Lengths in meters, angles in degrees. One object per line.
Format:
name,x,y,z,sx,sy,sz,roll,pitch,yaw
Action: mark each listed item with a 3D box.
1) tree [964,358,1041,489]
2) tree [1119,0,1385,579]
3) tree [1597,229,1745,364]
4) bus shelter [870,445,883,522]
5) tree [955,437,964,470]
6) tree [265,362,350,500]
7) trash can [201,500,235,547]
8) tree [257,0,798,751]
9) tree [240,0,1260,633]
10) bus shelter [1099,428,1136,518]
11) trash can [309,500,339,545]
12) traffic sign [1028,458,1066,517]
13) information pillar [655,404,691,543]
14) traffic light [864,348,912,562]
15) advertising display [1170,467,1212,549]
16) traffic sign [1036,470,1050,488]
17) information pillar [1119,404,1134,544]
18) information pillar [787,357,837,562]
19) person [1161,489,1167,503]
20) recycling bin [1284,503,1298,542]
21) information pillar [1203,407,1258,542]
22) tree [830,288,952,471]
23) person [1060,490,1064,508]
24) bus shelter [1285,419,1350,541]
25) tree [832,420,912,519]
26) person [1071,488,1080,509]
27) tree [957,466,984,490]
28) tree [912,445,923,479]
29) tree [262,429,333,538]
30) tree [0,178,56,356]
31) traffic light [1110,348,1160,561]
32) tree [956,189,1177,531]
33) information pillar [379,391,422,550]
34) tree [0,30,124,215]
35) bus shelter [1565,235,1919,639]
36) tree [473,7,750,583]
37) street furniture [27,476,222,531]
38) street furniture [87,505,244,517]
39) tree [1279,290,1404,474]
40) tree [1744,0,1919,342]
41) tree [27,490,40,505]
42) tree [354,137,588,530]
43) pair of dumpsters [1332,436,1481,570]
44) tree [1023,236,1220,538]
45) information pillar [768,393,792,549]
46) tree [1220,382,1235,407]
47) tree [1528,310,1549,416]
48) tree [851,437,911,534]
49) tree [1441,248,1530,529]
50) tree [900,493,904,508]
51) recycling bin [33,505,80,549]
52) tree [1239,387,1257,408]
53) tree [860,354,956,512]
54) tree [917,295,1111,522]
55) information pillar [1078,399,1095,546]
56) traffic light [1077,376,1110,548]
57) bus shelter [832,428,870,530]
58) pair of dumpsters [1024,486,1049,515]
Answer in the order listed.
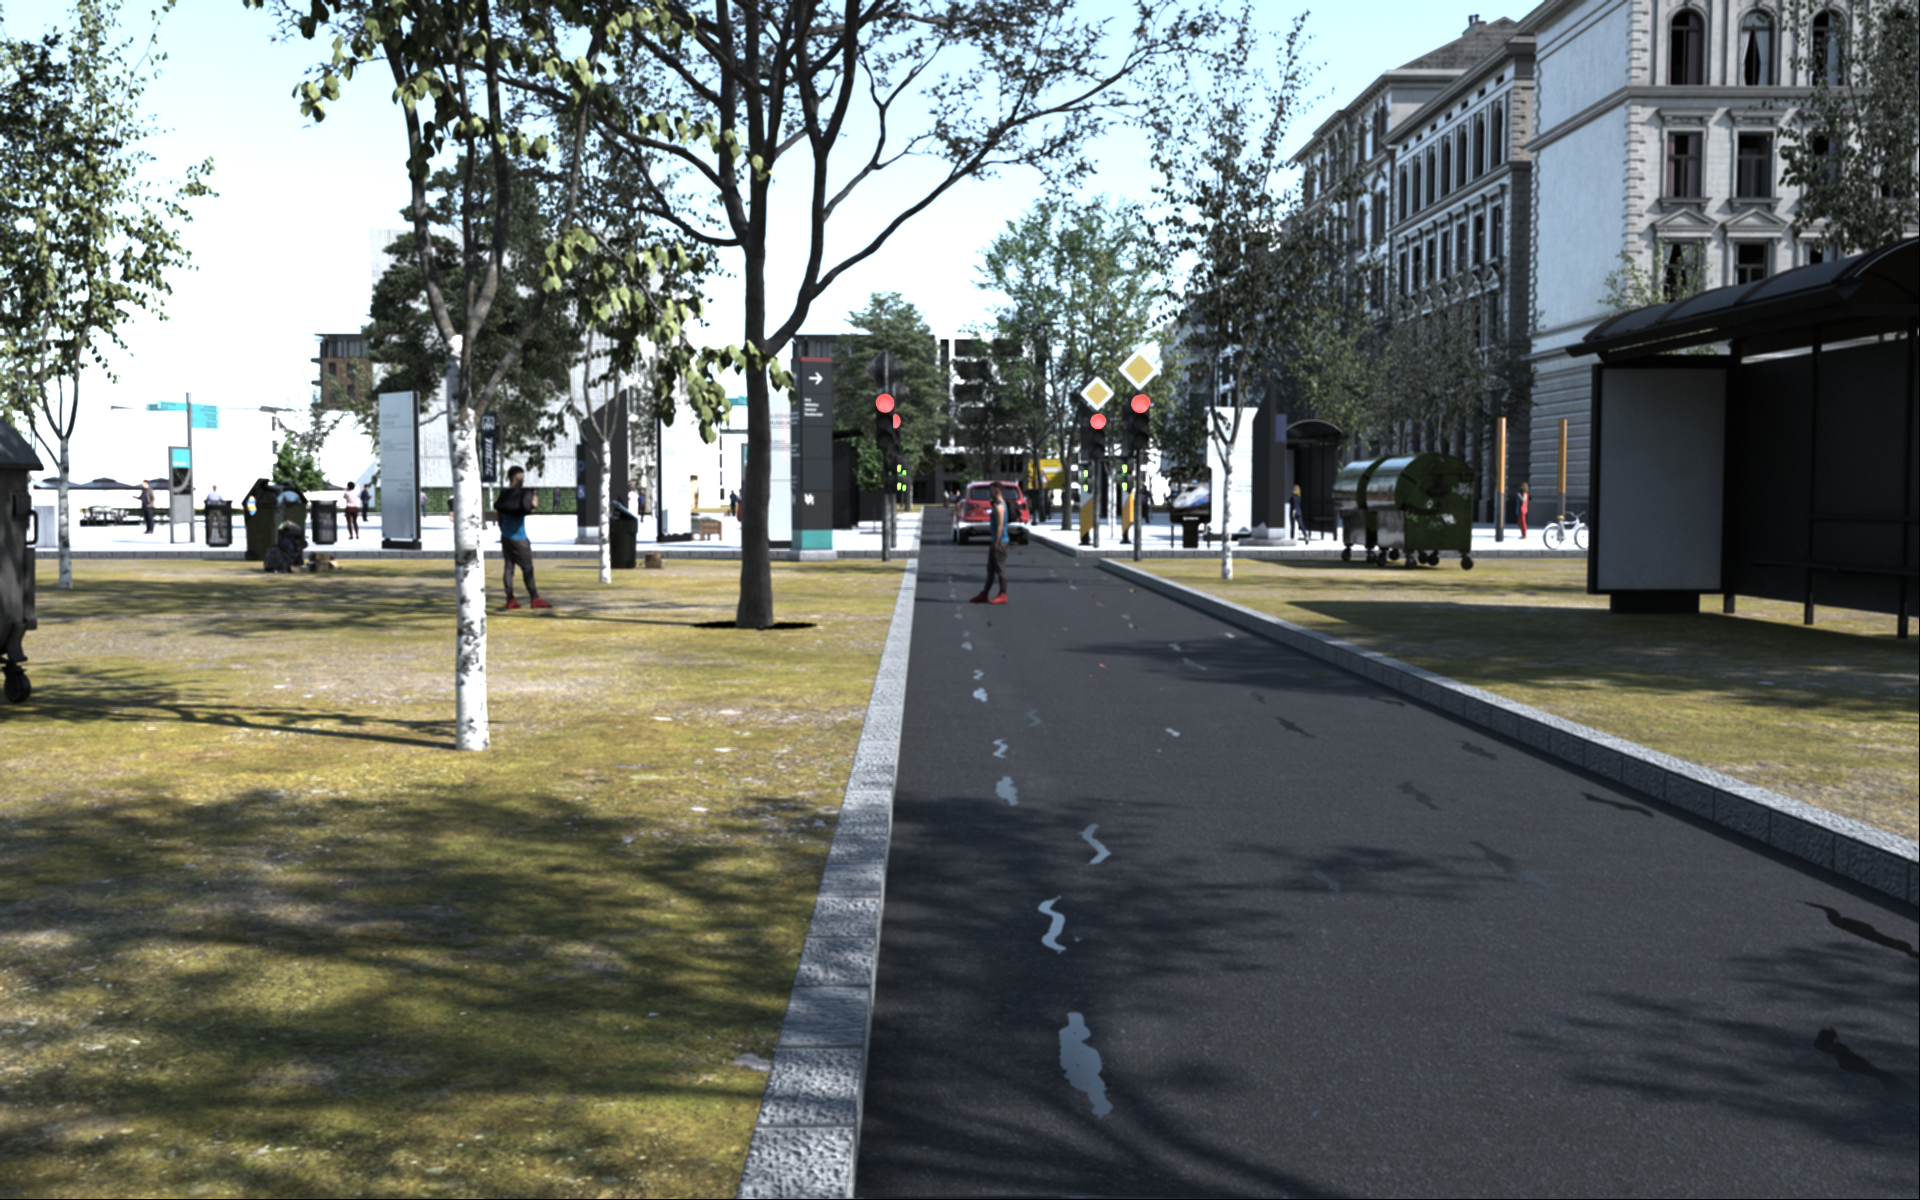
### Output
tree,3.122,-8.433,88.242,4.360,8.622,3.978,0,3,0
tree,4.215,-4.632,26.091,4.360,8.622,3.978,0,3,0
tree,19.976,-6.050,49.280,4.737,8.622,4.395,0,3,0
bus shelter,-4.082,-5.560,82.195,1.731,3.624,6.357,0,4,-1
tree,1.538,-13.737,174.956,4.360,8.622,3.978,0,3,0
tree,-35.328,-8.816,94.508,4.360,8.622,3.978,0,3,0
trash can,-17.909,-1.846,41.839,0.748,1.137,0.748,0,3,0
tree,-2.395,-3.540,8.236,4.737,8.622,4.395,0,3,0
tree,-1.830,-6.478,16.291,12.009,13.543,11.850,0,3,0
bus shelter,8.371,-7.310,97.145,2.179,5.291,8.768,0,4,-1
trash can,-16.050,-1.962,43.731,0.748,1.137,0.748,0,3,0
traffic sign,4.978,-6.397,98.466,2.265,3.308,0.079,0,4,1
information pillar,-7.609,-3.344,45.985,0.184,3.620,1.656,1,4,18
traffic light,-1.390,-2.665,32.820,0.839,4.213,0.868,0,4,-1
advertising display,5.424,-2.169,40.683,0.974,1.923,0.123,1,4,12
traffic sign,4.357,-5.618,91.851,0.884,2.594,0.081,0,4,6
information pillar,4.325,-3.263,44.707,0.183,3.616,0.504,-1,4,-23
information pillar,-2.831,-2.670,33.038,0.750,3.857,0.750,-2,4,-24
person,22.361,-11.218,189.541,0.705,1.814,1.350,-1,4,-15
recycling bin,8.657,-2.074,46.457,0.722,1.027,0.722,0,4,2
information pillar,7.384,-3.409,47.052,1.656,3.620,0.184,-1,4,-22
tree,-3.851,-10.876,95.942,7.486,12.596,7.792,0,3,0
person,9.409,-9.371,159.348,0.705,1.812,1.348,0,4,-5
bus shelter,9.481,-3.406,49.611,2.014,3.302,5.546,0,4,-1
tree,-5.216,-5.552,74.482,4.285,4.588,4.351,0,3,0
person,10.175,-8.959,152.603,1.350,1.814,0.705,2,4,29
tree,1.133,-12.758,192.298,4.285,4.588,4.351,0,3,0
tree,-3.609,-6.395,88.270,4.285,4.588,4.351,0,3,0
tree,-19.527,-3.400,50.185,1.663,3.219,1.824,0,3,0
tree,-18.139,-4.858,29.795,4.360,8.622,3.978,0,3,0
traffic light,3.370,-2.672,32.932,0.839,4.213,0.868,0,4,-1
tree,3.720,-8.213,60.041,9.928,11.665,9.643,0,3,0
information pillar,-12.981,-2.987,40.147,0.184,3.620,1.656,-3,5,-45
tree,-12.272,-5.028,16.621,8.767,10.594,7.601,0,4,3
bus shelter,7.610,-1.354,16.066,2.014,3.302,5.546,0,4,-1
tree,-5.128,-4.565,25.000,4.360,8.622,3.978,0,3,0
street furniture,-37.702,-3.679,65.178,14.083,1.986,27.439,0,4,-5
street furniture,-46.914,-5.285,102.038,10.072,0.657,5.734,3,4,36
tree,13.892,-6.915,63.419,4.737,8.622,4.395,0,3,0
tree,11.637,-4.323,21.046,4.360,8.622,3.978,0,3,0
tree,-55.291,-11.222,85.307,13.155,14.587,18.604,0,4,2
tree,-17.432,-9.426,61.531,7.806,13.903,7.818,0,3,0
pair of dumpsters,7.984,-1.754,31.175,1.574,2.255,4.436,0,4,-1
tree,4.720,-6.113,50.310,4.737,8.622,4.395,0,3,0
information pillar,-3.849,-3.006,40.464,1.656,3.620,0.184,-1,4,-13
tree,12.695,-8.989,97.327,4.737,8.622,4.395,0,3,0
tree,19.799,-6.958,64.122,4.360,8.622,3.978,0,3,0
tree,-2.874,-3.763,56.133,1.663,3.219,1.824,0,3,0
tree,14.646,-6.254,52.609,4.360,8.622,3.978,0,3,0
tree,-5.192,-14.035,163.892,7.601,10.594,8.767,0,4,-1
recycling bin,-21.438,-1.746,41.108,0.722,1.027,0.722,1,4,16
tree,18.500,-9.081,98.837,4.737,8.622,4.395,0,3,0
tree,-3.747,-12.466,125.872,6.751,12.117,7.091,0,3,0
tree,3.521,-8.878,79.564,7.601,10.594,8.767,3,4,36
information pillar,3.179,-3.147,42.807,0.504,3.616,0.183,2,4,30
traffic light,3.209,-3.160,40.915,0.839,4.213,0.868,0,4,-1
bus shelter,-4.403,-4.470,64.373,1.731,3.624,6.357,0,4,-1
pair of dumpsters,4.875,-6.458,108.074,1.574,2.255,4.436,0,4,-1
